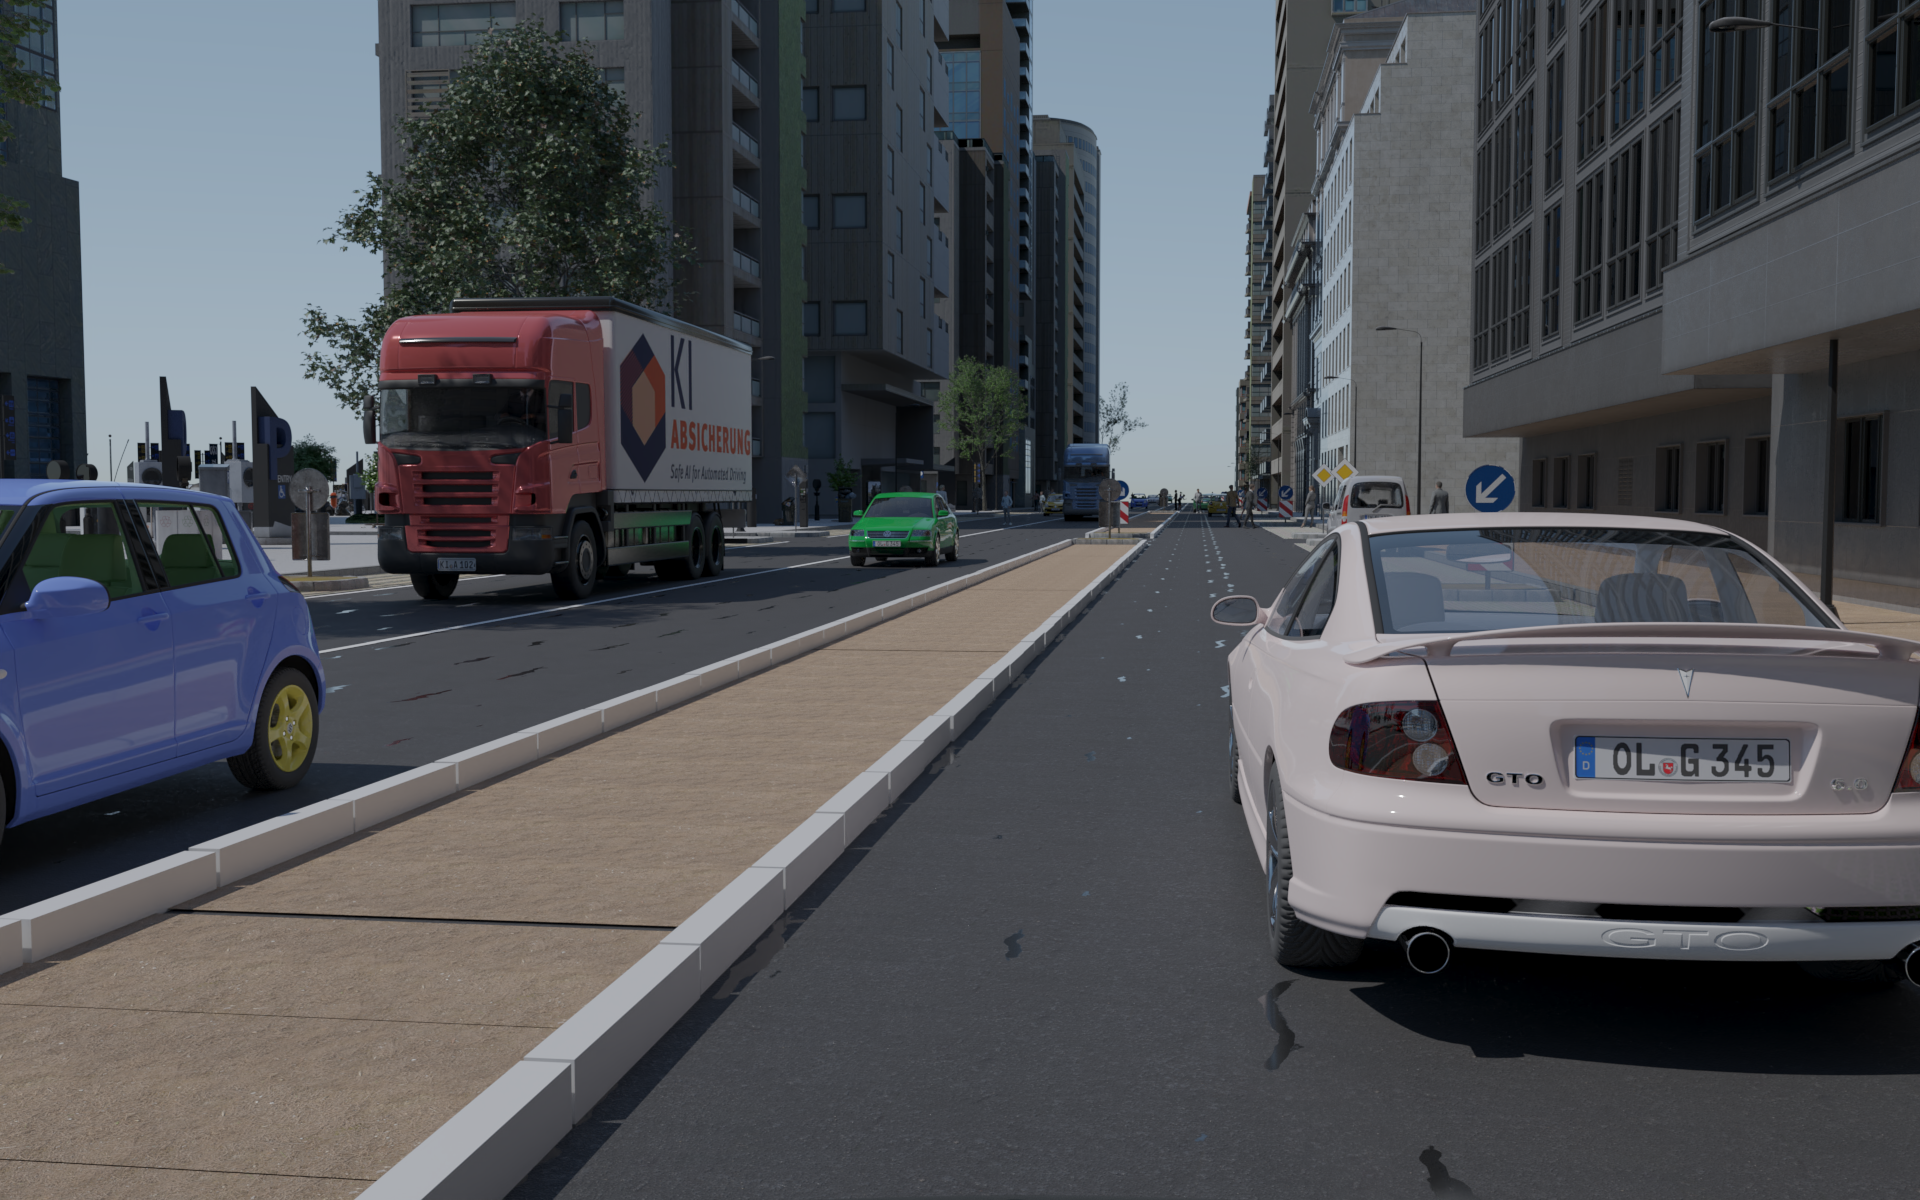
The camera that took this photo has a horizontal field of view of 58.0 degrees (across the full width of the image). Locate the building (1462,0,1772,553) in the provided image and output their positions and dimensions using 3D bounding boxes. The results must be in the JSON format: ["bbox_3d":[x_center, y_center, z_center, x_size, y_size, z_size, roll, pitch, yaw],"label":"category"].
[{"bbox_3d":[19.030,-14.704,33.919,14.314,27.812,24.014,0,4,8],"label":"building"}]

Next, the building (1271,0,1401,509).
[{"bbox_3d":[36.397,-31.519,139.033,21.300,48.544,21.600,0,4,8],"label":"building"}]

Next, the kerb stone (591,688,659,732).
[{"bbox_3d":[-2.114,0.695,10.829,0.120,0.150,1.000,0,4,8],"label":"kerb stone"}]

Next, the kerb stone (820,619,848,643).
[{"bbox_3d":[-1.279,0.324,16.912,0.120,0.150,1.000,0,4,8],"label":"kerb stone"}]

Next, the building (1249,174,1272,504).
[{"bbox_3d":[44.452,-32.994,223.042,14.154,41.232,14.086,0,4,8],"label":"building"}]

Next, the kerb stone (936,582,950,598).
[{"bbox_3d":[-0.309,-0.112,24.029,0.120,0.150,1.000,0,4,8],"label":"kerb stone"}]

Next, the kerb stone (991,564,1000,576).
[{"bbox_3d":[0.529,-0.485,30.132,0.120,0.150,1.000,0,4,8],"label":"kerb stone"}]

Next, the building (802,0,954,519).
[{"bbox_3d":[-15.438,-31.344,101.707,28.713,52.752,27.495,0,4,8],"label":"building"}]

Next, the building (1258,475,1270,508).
[{"bbox_3d":[44.481,-28.701,161.149,32.217,40.220,23.993,0,4,8],"label":"building"}]

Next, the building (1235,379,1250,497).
[{"bbox_3d":[57.655,-26.153,272.644,27.650,21.520,28.899,0,4,8],"label":"building"}]

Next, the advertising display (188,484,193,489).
[{"bbox_3d":[-49.295,-6.490,111.328,0.974,1.923,0.123,3,4,37],"label":"advertising display"}]

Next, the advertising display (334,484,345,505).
[{"bbox_3d":[-41.862,-6.824,116.793,0.123,1.923,0.974,2,4,30],"label":"advertising display"}]

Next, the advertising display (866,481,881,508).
[{"bbox_3d":[-4.174,-4.806,83.796,0.123,1.923,0.974,3,5,39],"label":"advertising display"}]

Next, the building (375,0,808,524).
[{"bbox_3d":[-14.884,-23.816,72.979,14.154,41.232,14.086,0,4,8],"label":"building"}]

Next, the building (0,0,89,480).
[{"bbox_3d":[-56.015,-46.657,75.512,31.000,86.520,22.319,0,4,8],"label":"building"}]

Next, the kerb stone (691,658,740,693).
[{"bbox_3d":[-1.838,0.572,12.855,0.120,0.150,1.000,0,4,8],"label":"kerb stone"}]

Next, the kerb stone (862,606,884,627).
[{"bbox_3d":[-1.004,0.199,18.945,0.120,0.150,1.000,0,4,8],"label":"kerb stone"}]

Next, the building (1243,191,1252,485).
[{"bbox_3d":[51.332,-36.029,243.700,22.147,44.769,28.867,0,4,8],"label":"building"}]

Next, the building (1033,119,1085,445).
[{"bbox_3d":[5.032,-37.004,228.709,21.300,48.544,21.600,0,4,8],"label":"building"}]

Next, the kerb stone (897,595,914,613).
[{"bbox_3d":[-0.724,0.075,20.974,0.120,0.150,1.000,0,4,8],"label":"kerb stone"}]

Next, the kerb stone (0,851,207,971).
[{"bbox_3d":[-2.807,1.012,5.754,0.120,0.150,1.000,0,4,8],"label":"kerb stone"}]

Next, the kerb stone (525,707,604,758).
[{"bbox_3d":[-2.259,0.757,9.817,0.120,0.150,1.000,0,4,8],"label":"kerb stone"}]

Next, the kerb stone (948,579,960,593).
[{"bbox_3d":[-0.165,-0.174,25.041,0.120,0.150,1.000,0,4,8],"label":"kerb stone"}]

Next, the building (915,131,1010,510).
[{"bbox_3d":[-3.662,-22.600,141.218,14.160,30.474,14.107,0,4,8],"label":"building"}]

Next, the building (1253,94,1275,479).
[{"bbox_3d":[44.408,-34.795,188.506,23.786,49.044,30.456,0,4,8],"label":"building"}]

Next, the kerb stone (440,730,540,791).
[{"bbox_3d":[-2.394,0.820,8.801,0.120,0.150,1.000,0,4,8],"label":"kerb stone"}]

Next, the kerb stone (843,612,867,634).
[{"bbox_3d":[-1.138,0.261,17.931,0.120,0.150,1.000,0,4,8],"label":"kerb stone"}]

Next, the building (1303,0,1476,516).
[{"bbox_3d":[26.414,-18.903,94.968,13.634,28.700,20.117,0,4,8],"label":"building"}]

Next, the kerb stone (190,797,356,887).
[{"bbox_3d":[-2.668,0.944,6.767,0.120,0.150,1.000,0,4,8],"label":"kerb stone"}]

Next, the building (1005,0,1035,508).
[{"bbox_3d":[-2.841,-52.900,177.587,22.319,86.520,31.000,0,4,8],"label":"building"}]

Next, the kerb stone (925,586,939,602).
[{"bbox_3d":[-0.440,-0.050,23.015,0.120,0.150,1.000,0,4,8],"label":"kerb stone"}]

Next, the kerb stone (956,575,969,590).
[{"bbox_3d":[-0.031,-0.236,26.059,0.120,0.150,1.000,0,4,8],"label":"kerb stone"}]

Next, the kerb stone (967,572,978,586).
[{"bbox_3d":[0.116,-0.298,27.073,0.120,0.150,1.000,0,4,8],"label":"kerb stone"}]

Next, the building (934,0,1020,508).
[{"bbox_3d":[-2.269,-30.905,155.409,14.600,45.320,14.200,0,4,8],"label":"building"}]

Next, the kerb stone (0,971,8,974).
[{"bbox_3d":[-2.955,1.068,4.736,0.120,0.150,1.000,0,4,8],"label":"kerb stone"}]

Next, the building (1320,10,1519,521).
[{"bbox_3d":[22.018,-13.600,77.107,10.420,20.320,16.860,0,4,8],"label":"building"}]

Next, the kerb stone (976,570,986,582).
[{"bbox_3d":[0.253,-0.352,28.087,0.120,0.150,1.000,0,4,8],"label":"kerb stone"}]

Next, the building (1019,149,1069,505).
[{"bbox_3d":[5.041,-31.621,200.603,14.154,41.232,14.086,0,4,8],"label":"building"}]

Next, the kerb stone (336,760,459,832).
[{"bbox_3d":[-2.534,0.884,7.780,0.120,0.150,1.000,0,4,8],"label":"kerb stone"}]

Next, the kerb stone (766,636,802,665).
[{"bbox_3d":[-1.554,0.447,14.884,0.120,0.150,1.000,0,4,8],"label":"kerb stone"}]

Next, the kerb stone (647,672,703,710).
[{"bbox_3d":[-1.973,0.637,11.842,0.120,0.150,1.000,0,4,8],"label":"kerb stone"}]

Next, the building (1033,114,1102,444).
[{"bbox_3d":[10.489,-44.479,269.224,21.231,58.520,28.212,0,4,8],"label":"building"}]

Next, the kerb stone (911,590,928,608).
[{"bbox_3d":[-0.581,0.012,21.994,0.120,0.150,1.000,0,4,8],"label":"kerb stone"}]

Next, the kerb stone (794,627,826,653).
[{"bbox_3d":[-1.418,0.385,15.897,0.120,0.150,1.000,0,4,8],"label":"kerb stone"}]

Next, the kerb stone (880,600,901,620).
[{"bbox_3d":[-0.856,0.137,19.960,0.120,0.150,1.000,0,4,8],"label":"kerb stone"}]

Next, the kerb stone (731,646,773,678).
[{"bbox_3d":[-1.698,0.509,13.869,0.120,0.150,1.000,0,4,8],"label":"kerb stone"}]

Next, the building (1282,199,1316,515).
[{"bbox_3d":[29.149,-16.879,117.775,13.314,21.916,24.055,0,4,8],"label":"building"}]

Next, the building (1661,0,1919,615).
[{"bbox_3d":[14.047,-11.471,6.620,14.314,24.678,30.058,0,4,8],"label":"building"}]

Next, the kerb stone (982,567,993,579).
[{"bbox_3d":[0.390,-0.423,29.111,0.120,0.150,1.000,0,4,8],"label":"kerb stone"}]
